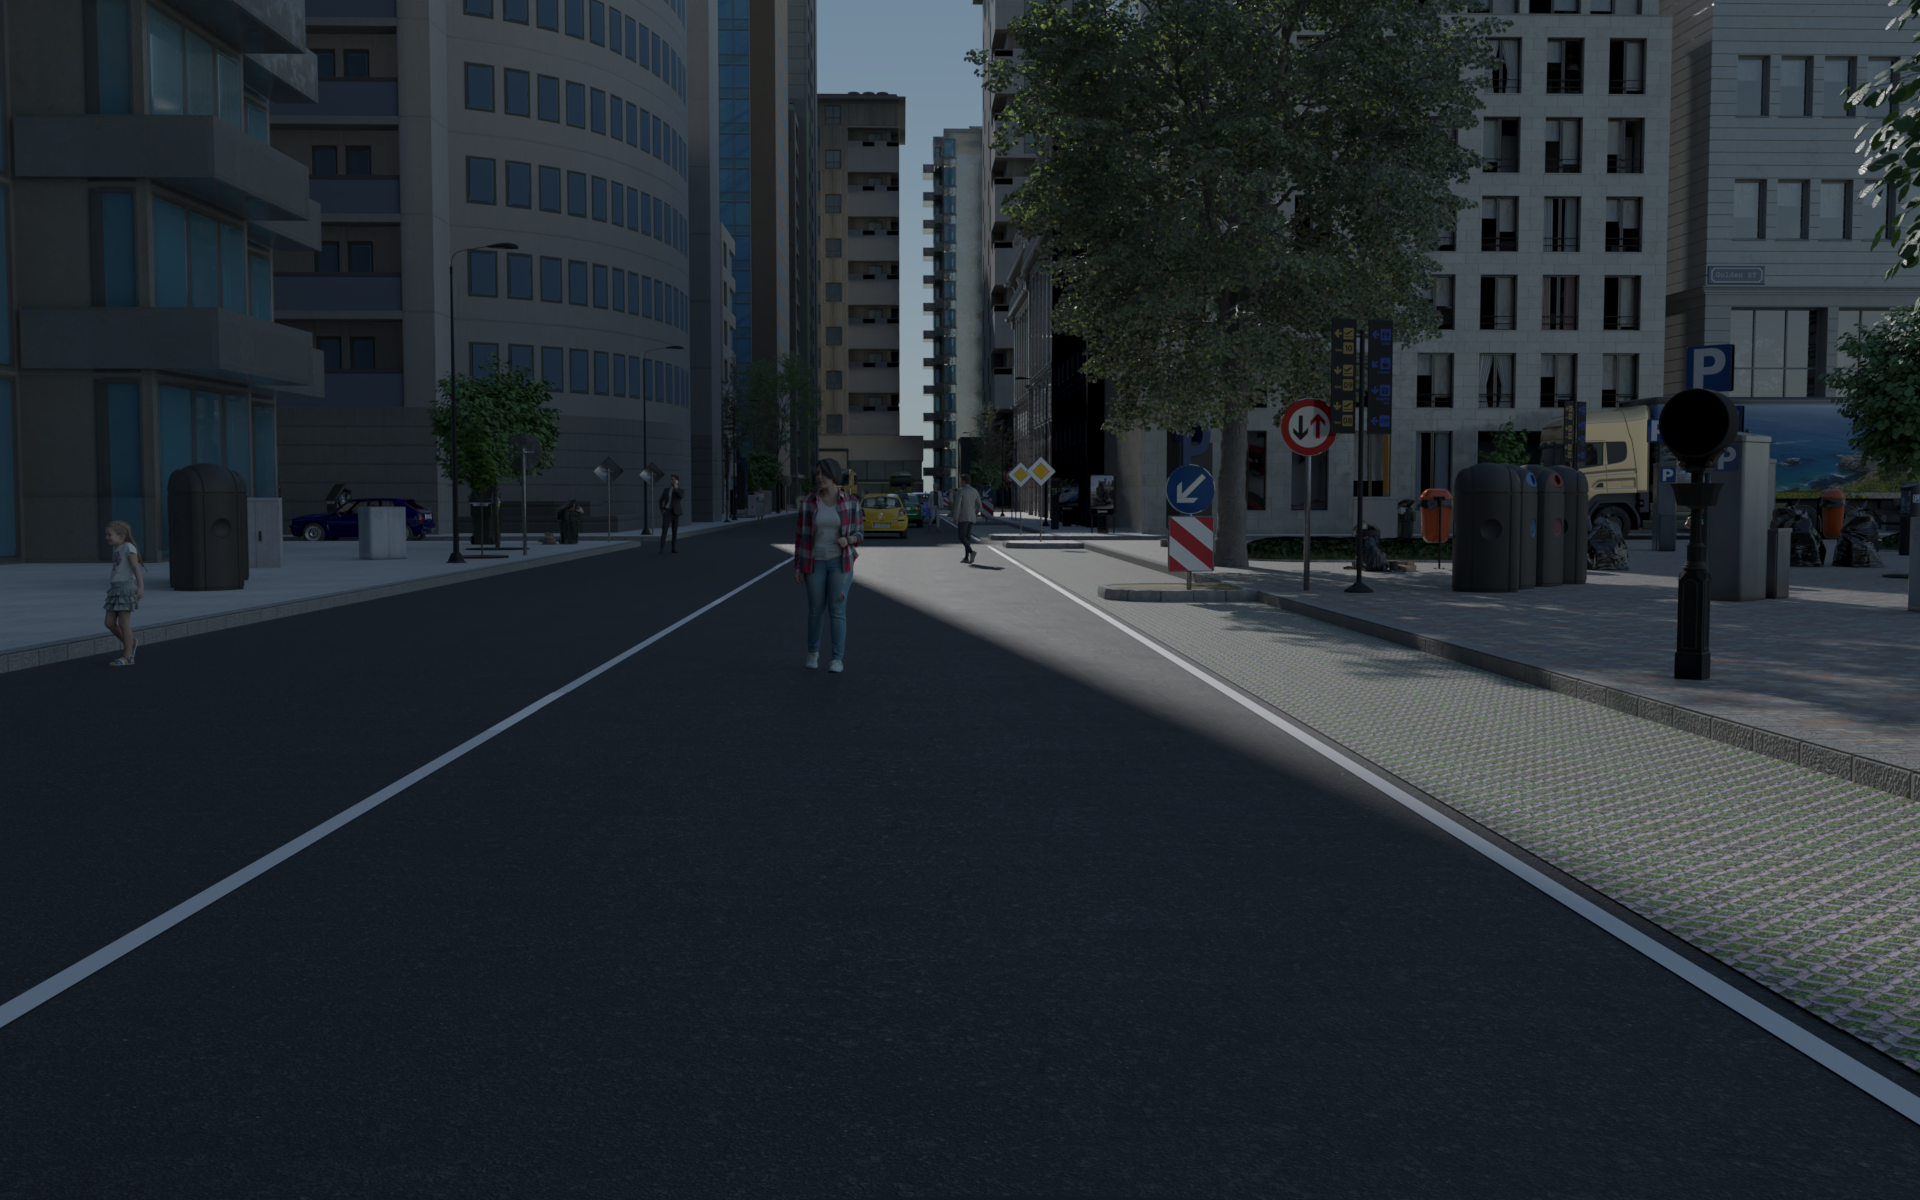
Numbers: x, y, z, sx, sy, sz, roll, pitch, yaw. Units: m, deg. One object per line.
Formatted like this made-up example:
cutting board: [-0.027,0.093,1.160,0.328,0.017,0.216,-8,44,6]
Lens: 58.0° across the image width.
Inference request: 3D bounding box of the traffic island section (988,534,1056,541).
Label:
traffic island section: [1.923,-1.966,54.424,2.009,0.180,2.903,0,4,-2]

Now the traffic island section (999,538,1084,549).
traffic island section: [2.186,-1.478,46.443,2.009,0.180,2.903,0,4,-2]

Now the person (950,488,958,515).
person: [-0.270,-6.119,108.812,0.850,1.792,0.678,-2,4,-31]

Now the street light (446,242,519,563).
street light: [-8.840,-3.642,32.090,1.470,5.913,1.316,0,4,-2]

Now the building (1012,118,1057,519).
building: [10.360,-15.387,93.376,13.314,21.916,24.055,0,4,-2]

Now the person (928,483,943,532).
person: [-0.952,-3.494,65.501,0.514,1.842,0.818,-2,4,-28]

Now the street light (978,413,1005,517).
street light: [1.896,-7.734,98.993,1.470,5.913,1.316,0,4,-2]

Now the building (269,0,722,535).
building: [-21.394,-32.089,66.659,21.231,58.520,28.212,0,4,-2]

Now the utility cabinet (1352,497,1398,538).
utility cabinet: [9.637,-1.778,40.225,1.020,1.237,0.306,1,4,14]

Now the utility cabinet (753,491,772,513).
utility cabinet: [-13.091,-6.490,114.796,1.173,1.500,0.318,-2,4,-26]

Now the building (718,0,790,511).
building: [-20.762,-29.674,135.286,14.600,45.320,14.200,0,4,-2]

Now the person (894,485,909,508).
person: [-2.355,-3.693,69.054,0.592,1.802,0.473,3,5,39]

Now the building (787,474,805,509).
building: [-30.338,-28.290,154.422,32.217,40.220,23.993,0,4,-2]

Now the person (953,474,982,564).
person: [0.186,-1.675,35.734,0.661,1.843,0.795,-3,4,-36]

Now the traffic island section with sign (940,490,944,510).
traffic island section with sign: [-2.299,-10.676,183.178,1.989,1.847,2.006,0,4,-2]

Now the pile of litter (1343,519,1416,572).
pile of litter: [7.085,-0.931,29.195,1.176,0.858,1.719,0,4,6]

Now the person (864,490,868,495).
person: [-4.208,-4.128,77.804,0.330,1.601,0.589,0,4,3]

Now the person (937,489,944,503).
person: [-1.508,-6.744,119.043,0.678,1.792,0.850,-2,4,-30]

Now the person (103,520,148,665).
person: [-6.965,-0.064,14.561,0.505,1.210,0.382,3,4,36]

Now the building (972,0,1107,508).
building: [16.028,-34.890,159.686,28.713,52.752,27.495,0,4,-2]

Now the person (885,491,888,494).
person: [-6.888,-9.185,159.195,0.721,1.766,1.217,-2,4,-24]

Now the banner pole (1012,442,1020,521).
banner pole: [2.633,-5.724,83.612,0.401,3.779,0.863,1,4,18]

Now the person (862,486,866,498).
person: [-5.036,-5.022,90.496,0.818,1.842,0.514,-1,4,-15]

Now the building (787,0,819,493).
building: [-26.560,-46.144,192.709,20.611,71.187,20.563,0,4,-2]

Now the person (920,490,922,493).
person: [-3.897,-10.197,175.088,0.709,1.838,0.599,1,4,14]

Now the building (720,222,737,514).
building: [-28.734,-15.842,104.055,27.650,21.520,28.899,0,4,-2]

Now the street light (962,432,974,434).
street light: [0.846,-9.590,129.332,1.470,5.913,1.316,0,4,-2]

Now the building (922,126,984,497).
building: [10.376,-37.050,225.377,30.456,49.044,23.786,0,4,-2]

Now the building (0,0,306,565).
building: [-28.848,-25.125,30.395,30.456,49.044,23.786,0,4,-2]

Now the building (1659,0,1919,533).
building: [38.441,-17.335,60.925,29.804,29.767,11.434,0,4,-2]

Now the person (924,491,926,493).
person: [-3.926,-11.677,200.131,1.217,1.735,0.721,3,5,44]

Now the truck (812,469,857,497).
truck: [-9.644,-8.591,136.388,3.469,3.379,9.791,0,4,-1]

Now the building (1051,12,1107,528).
building: [10.717,-14.908,73.424,12.332,23.373,15.834,0,4,-2]

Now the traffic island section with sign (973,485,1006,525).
traffic island section with sign: [1.092,-4.357,79.869,1.989,1.847,2.006,0,4,-2]

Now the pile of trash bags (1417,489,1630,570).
pile of trash bags: [9.616,-1.230,29.865,3.447,1.369,1.912,0,3,0]

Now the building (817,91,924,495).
building: [-18.680,-39.022,227.247,27.495,52.752,28.713,0,4,-2]

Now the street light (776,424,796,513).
street light: [-11.547,-8.704,114.853,1.470,5.913,1.316,0,4,-2]

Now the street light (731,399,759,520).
street light: [-10.487,-6.849,84.514,1.470,5.913,1.316,0,4,-2]

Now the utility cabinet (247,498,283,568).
utility cabinet: [-12.331,-1.157,30.086,1.020,1.237,0.306,-1,4,-10]

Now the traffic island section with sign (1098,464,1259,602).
traffic island section with sign: [2.935,-0.928,23.807,1.989,1.847,2.006,0,4,-2]

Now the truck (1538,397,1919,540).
truck: [22.271,-3.808,51.167,11.283,4.237,2.839,0,4,-1]

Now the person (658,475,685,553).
person: [-6.989,-2.088,42.008,0.648,1.900,0.474,-1,4,-13]

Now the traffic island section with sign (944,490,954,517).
traffic island section with sign: [0.201,-6.020,107.062,1.989,1.847,2.006,0,4,-2]

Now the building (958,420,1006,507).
building: [11.390,-53.519,187.712,22.319,86.520,31.000,0,4,-2]

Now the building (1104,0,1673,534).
building: [14.045,-12.567,60.224,16.860,20.320,10.420,0,4,-2]

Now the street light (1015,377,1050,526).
street light: [2.870,-5.878,68.651,1.470,5.913,1.316,0,4,-2]

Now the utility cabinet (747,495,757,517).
utility cabinet: [-12.056,-5.351,98.647,1.020,1.237,0.306,-3,5,-41]

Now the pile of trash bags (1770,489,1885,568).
pile of trash bags: [15.899,-1.344,31.724,1.912,1.369,3.447,2,4,29]

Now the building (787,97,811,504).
building: [-22.436,-29.978,173.740,14.154,41.232,14.086,0,4,-2]

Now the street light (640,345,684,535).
street light: [-9.313,-4.993,54.179,1.470,5.913,1.316,0,4,-2]

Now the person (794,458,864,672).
person: [-1.062,-0.290,14.077,0.563,1.720,0.643,0,4,3]

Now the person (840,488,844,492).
person: [-6.828,-5.621,100.748,0.721,1.781,0.623,1,4,11]

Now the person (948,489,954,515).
person: [-0.538,-6.283,111.711,0.515,1.767,0.782,0,4,8]

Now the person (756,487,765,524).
person: [-9.505,-4.498,82.606,0.480,1.755,0.524,-2,4,-26]

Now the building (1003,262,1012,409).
building: [10.276,-16.888,117.915,13.314,21.916,24.055,0,4,-2]

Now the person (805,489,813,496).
person: [-8.952,-5.732,102.793,0.524,1.755,0.480,0,4,2]

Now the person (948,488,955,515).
person: [-0.500,-6.677,117.767,0.767,1.812,0.694,0,4,-7]
